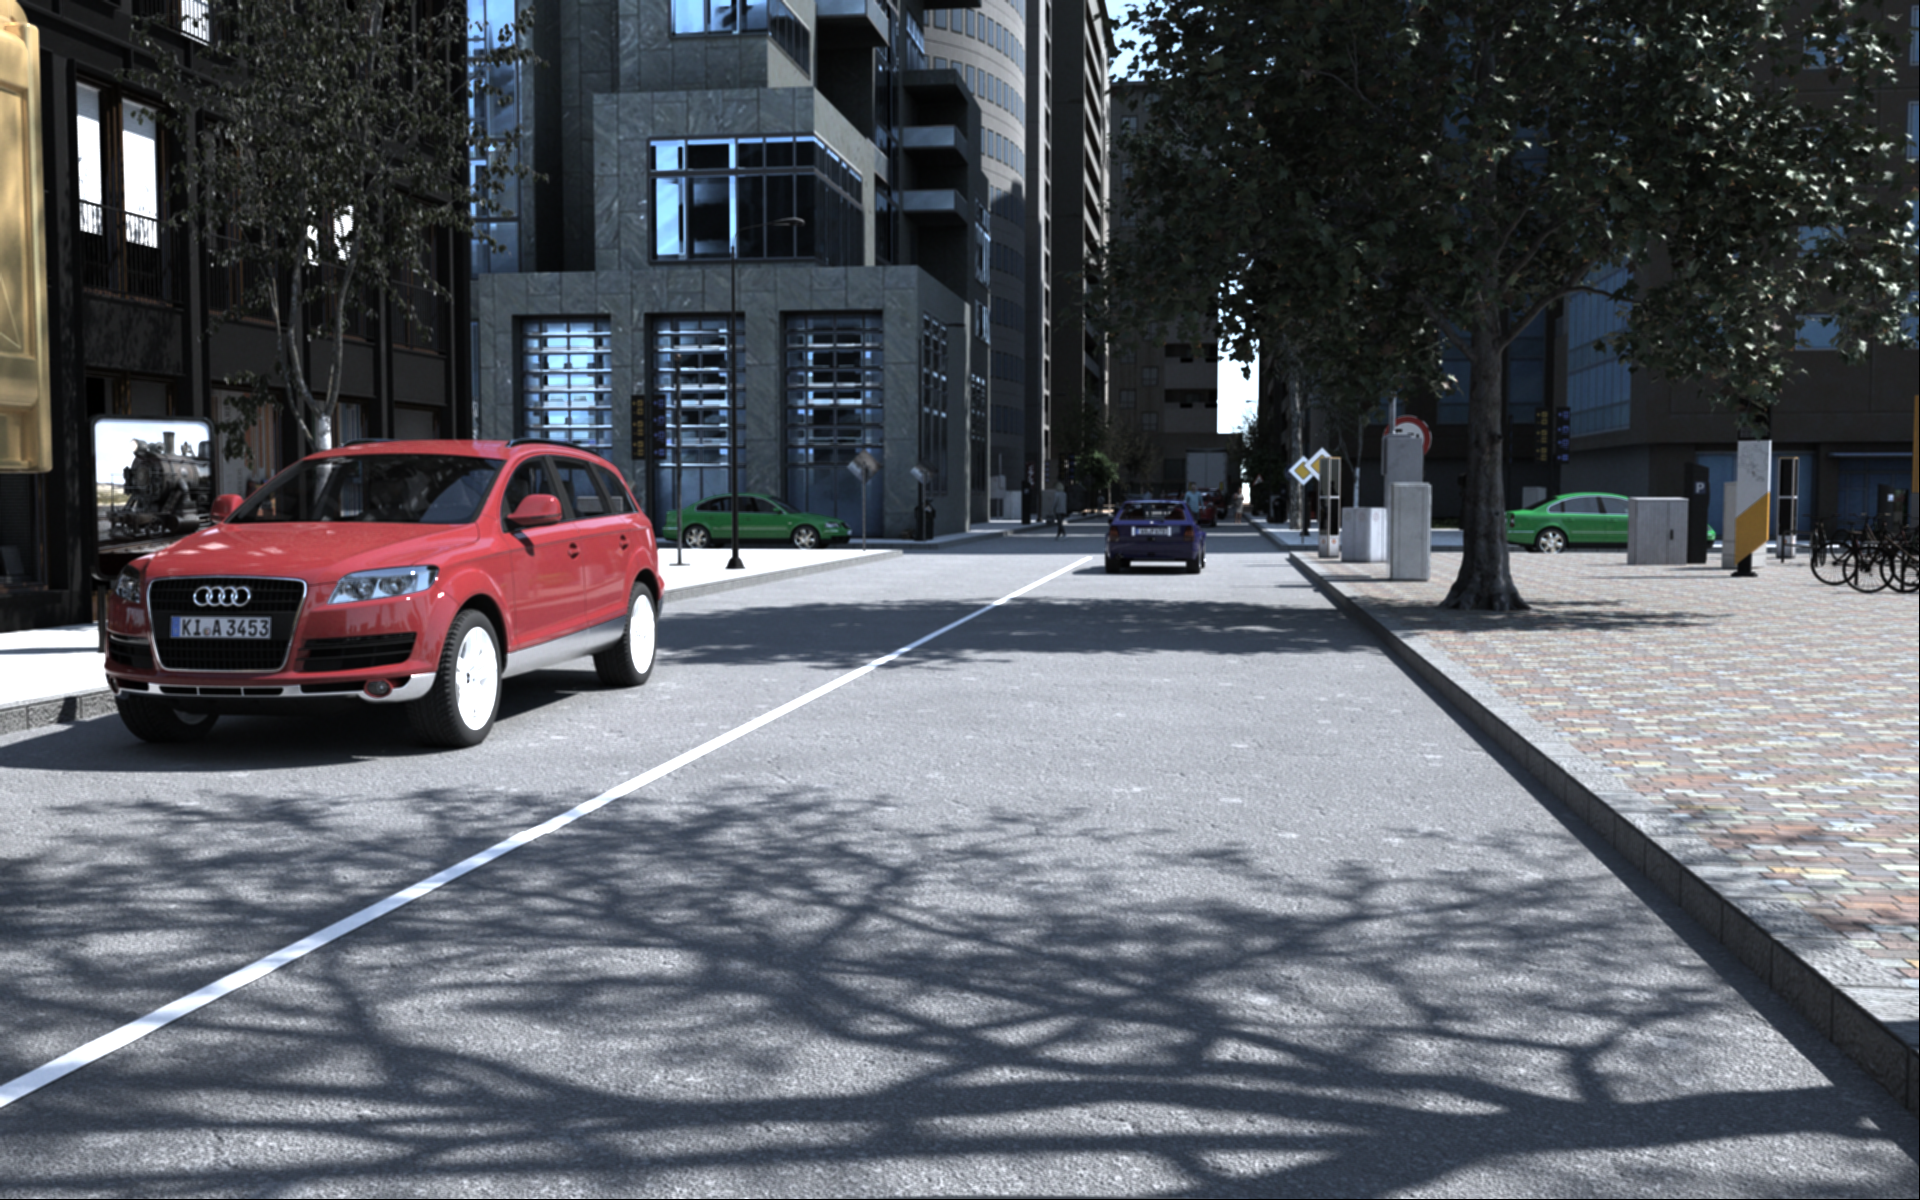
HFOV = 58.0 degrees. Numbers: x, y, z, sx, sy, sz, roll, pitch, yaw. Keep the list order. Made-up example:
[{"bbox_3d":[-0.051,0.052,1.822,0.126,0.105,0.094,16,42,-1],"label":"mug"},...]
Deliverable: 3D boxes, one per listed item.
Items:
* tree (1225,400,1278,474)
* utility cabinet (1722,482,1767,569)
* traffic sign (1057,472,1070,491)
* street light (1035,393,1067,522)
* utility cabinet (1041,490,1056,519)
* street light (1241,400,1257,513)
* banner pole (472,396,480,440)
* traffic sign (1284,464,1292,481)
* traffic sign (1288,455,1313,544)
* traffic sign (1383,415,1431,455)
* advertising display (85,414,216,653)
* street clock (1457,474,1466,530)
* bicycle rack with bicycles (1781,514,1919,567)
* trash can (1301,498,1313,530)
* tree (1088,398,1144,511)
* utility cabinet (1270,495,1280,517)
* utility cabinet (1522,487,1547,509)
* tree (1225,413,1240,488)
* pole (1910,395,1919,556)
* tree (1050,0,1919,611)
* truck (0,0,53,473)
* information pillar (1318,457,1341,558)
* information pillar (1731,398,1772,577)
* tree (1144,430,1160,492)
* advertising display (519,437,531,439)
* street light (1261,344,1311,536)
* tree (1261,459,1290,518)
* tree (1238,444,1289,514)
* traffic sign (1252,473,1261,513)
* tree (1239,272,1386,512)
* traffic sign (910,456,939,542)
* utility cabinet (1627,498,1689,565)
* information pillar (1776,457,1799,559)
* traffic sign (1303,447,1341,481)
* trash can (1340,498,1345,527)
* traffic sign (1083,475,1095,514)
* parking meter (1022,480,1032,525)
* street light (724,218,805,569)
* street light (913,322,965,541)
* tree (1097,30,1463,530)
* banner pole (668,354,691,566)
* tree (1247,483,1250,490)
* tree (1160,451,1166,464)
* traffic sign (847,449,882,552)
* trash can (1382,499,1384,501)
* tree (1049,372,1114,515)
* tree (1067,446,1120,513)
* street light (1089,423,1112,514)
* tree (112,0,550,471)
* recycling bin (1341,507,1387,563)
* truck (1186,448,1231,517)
[{"bbox_3d":[22.736,-11.234,134.045,4.737,8.622,4.395,0,3,0],"label":"tree"},{"bbox_3d":[13.501,-1.292,29.802,1.173,1.500,0.318,-3,5,-44],"label":"utility cabinet"},{"bbox_3d":[5.878,-6.009,98.352,0.768,2.556,0.104,1,4,14],"label":"traffic sign"},{"bbox_3d":[4.199,-6.553,79.686,1.470,5.913,1.316,1,4,8],"label":"street light"},{"bbox_3d":[4.543,-4.772,86.706,0.318,1.500,1.173,-2,4,-35],"label":"utility cabinet"},{"bbox_3d":[14.771,-6.918,85.655,1.470,5.913,1.316,1,4,8],"label":"street light"},{"bbox_3d":[-11.034,-3.003,39.119,0.401,3.779,0.863,-3,5,-43],"label":"banner pole"},{"bbox_3d":[13.820,-4.389,71.860,0.768,2.556,0.104,1,4,12],"label":"traffic sign"},{"bbox_3d":[8.883,-2.520,44.840,0.795,2.450,0.064,1,4,8],"label":"traffic sign"},{"bbox_3d":[7.243,-1.715,28.141,0.768,2.556,0.104,1,4,9],"label":"traffic sign"},{"bbox_3d":[-6.619,-0.551,14.229,0.974,1.923,0.123,-3,5,-43],"label":"advertising display"},{"bbox_3d":[17.967,-3.499,61.786,0.471,2.002,0.358,-3,4,-39],"label":"street clock"},{"bbox_3d":[16.228,-1.101,31.381,2.852,0.926,2.925,1,4,9],"label":"bicycle rack with bicycles"},{"bbox_3d":[12.394,-3.124,62.739,0.748,1.137,0.748,0,3,0],"label":"trash can"},{"bbox_3d":[11.515,-11.147,132.613,4.360,8.622,3.978,0,3,0],"label":"tree"},{"bbox_3d":[16.671,-4.927,91.723,0.306,1.237,1.020,2,4,26],"label":"utility cabinet"},{"bbox_3d":[17.597,-2.714,53.052,0.318,1.500,1.173,0,4,-3],"label":"utility cabinet"},{"bbox_3d":[21.738,-10.826,127.360,4.360,8.622,3.978,0,3,0],"label":"tree"},{"bbox_3d":[19.800,-2.569,35.846,0.158,3.312,0.155,0,3,0],"label":"pole"},{"bbox_3d":[5.782,-6.247,19.147,9.611,12.733,9.660,0,3,0],"label":"tree"},{"bbox_3d":[-5.068,-0.337,1.434,3.469,3.379,9.791,1,4,8],"label":"truck"},{"bbox_3d":[7.410,-1.850,34.742,0.304,2.012,0.304,-2,4,-30],"label":"information pillar"},{"bbox_3d":[12.269,-2.167,26.792,0.504,3.616,0.183,3,5,43],"label":"information pillar"},{"bbox_3d":[16.872,-13.428,169.915,4.360,8.622,3.978,0,3,0],"label":"tree"},{"bbox_3d":[-4.973,-0.902,19.959,0.123,1.923,0.974,-1,4,-10],"label":"advertising display"},{"bbox_3d":[10.041,-4.922,53.011,1.470,5.913,1.316,1,4,8],"label":"street light"},{"bbox_3d":[17.568,-6.139,94.970,1.663,3.219,1.824,0,3,0],"label":"tree"},{"bbox_3d":[19.591,-7.766,110.694,4.285,4.588,4.351,0,3,0],"label":"tree"},{"bbox_3d":[18.664,-6.611,108.092,0.884,2.594,0.081,1,4,10],"label":"traffic sign"},{"bbox_3d":[10.765,-5.962,47.849,4.360,8.622,3.978,0,3,0],"label":"tree"},{"bbox_3d":[-0.951,-2.610,46.316,0.795,2.450,0.064,1,4,8],"label":"traffic sign"},{"bbox_3d":[12.639,-1.236,31.365,1.020,1.237,0.306,-1,4,-9],"label":"utility cabinet"},{"bbox_3d":[16.487,-1.837,34.520,0.304,2.012,0.304,3,5,39],"label":"information pillar"},{"bbox_3d":[7.709,-2.037,36.941,0.795,2.450,0.064,1,4,8],"label":"traffic sign"},{"bbox_3d":[14.527,-3.387,67.034,0.748,1.137,0.748,0,3,0],"label":"trash can"},{"bbox_3d":[8.440,-6.939,113.557,0.768,2.556,0.104,1,4,10],"label":"traffic sign"},{"bbox_3d":[2.802,-4.109,72.888,0.399,1.863,0.255,0,4,-3],"label":"parking meter"},{"bbox_3d":[-3.309,-3.476,29.375,1.470,5.913,1.316,1,4,8],"label":"street light"},{"bbox_3d":[-0.552,-4.557,47.045,1.470,5.913,1.316,1,4,8],"label":"street light"},{"bbox_3d":[10.980,-12.496,60.204,12.611,20.169,13.585,0,3,0],"label":"tree"},{"bbox_3d":[-4.978,-2.492,30.759,0.401,3.779,0.863,-1,4,-13],"label":"banner pole"},{"bbox_3d":[26.668,-9.778,154.472,1.663,3.219,1.824,0,3,0],"label":"tree"},{"bbox_3d":[20.626,-14.914,194.213,4.360,8.622,3.978,0,3,0],"label":"tree"},{"bbox_3d":[-2.125,-2.127,38.418,0.795,2.450,0.064,1,4,8],"label":"traffic sign"},{"bbox_3d":[11.933,-2.188,47.431,0.748,1.137,0.748,0,3,0],"label":"trash can"},{"bbox_3d":[7.204,-9.400,104.058,4.737,8.622,4.395,0,3,0],"label":"tree"},{"bbox_3d":[9.143,-8.378,120.693,4.285,4.588,4.351,0,3,0],"label":"tree"},{"bbox_3d":[9.130,-8.562,112.532,1.470,5.913,1.316,1,4,8],"label":"street light"},{"bbox_3d":[-6.179,-4.069,16.891,4.360,8.622,3.978,0,3,0],"label":"tree"},{"bbox_3d":[7.685,-1.229,32.642,0.722,1.027,0.722,-2,4,-34],"label":"recycling bin"},{"bbox_3d":[16.082,-7.539,112.182,2.839,4.237,11.283,1,4,10],"label":"truck"}]
